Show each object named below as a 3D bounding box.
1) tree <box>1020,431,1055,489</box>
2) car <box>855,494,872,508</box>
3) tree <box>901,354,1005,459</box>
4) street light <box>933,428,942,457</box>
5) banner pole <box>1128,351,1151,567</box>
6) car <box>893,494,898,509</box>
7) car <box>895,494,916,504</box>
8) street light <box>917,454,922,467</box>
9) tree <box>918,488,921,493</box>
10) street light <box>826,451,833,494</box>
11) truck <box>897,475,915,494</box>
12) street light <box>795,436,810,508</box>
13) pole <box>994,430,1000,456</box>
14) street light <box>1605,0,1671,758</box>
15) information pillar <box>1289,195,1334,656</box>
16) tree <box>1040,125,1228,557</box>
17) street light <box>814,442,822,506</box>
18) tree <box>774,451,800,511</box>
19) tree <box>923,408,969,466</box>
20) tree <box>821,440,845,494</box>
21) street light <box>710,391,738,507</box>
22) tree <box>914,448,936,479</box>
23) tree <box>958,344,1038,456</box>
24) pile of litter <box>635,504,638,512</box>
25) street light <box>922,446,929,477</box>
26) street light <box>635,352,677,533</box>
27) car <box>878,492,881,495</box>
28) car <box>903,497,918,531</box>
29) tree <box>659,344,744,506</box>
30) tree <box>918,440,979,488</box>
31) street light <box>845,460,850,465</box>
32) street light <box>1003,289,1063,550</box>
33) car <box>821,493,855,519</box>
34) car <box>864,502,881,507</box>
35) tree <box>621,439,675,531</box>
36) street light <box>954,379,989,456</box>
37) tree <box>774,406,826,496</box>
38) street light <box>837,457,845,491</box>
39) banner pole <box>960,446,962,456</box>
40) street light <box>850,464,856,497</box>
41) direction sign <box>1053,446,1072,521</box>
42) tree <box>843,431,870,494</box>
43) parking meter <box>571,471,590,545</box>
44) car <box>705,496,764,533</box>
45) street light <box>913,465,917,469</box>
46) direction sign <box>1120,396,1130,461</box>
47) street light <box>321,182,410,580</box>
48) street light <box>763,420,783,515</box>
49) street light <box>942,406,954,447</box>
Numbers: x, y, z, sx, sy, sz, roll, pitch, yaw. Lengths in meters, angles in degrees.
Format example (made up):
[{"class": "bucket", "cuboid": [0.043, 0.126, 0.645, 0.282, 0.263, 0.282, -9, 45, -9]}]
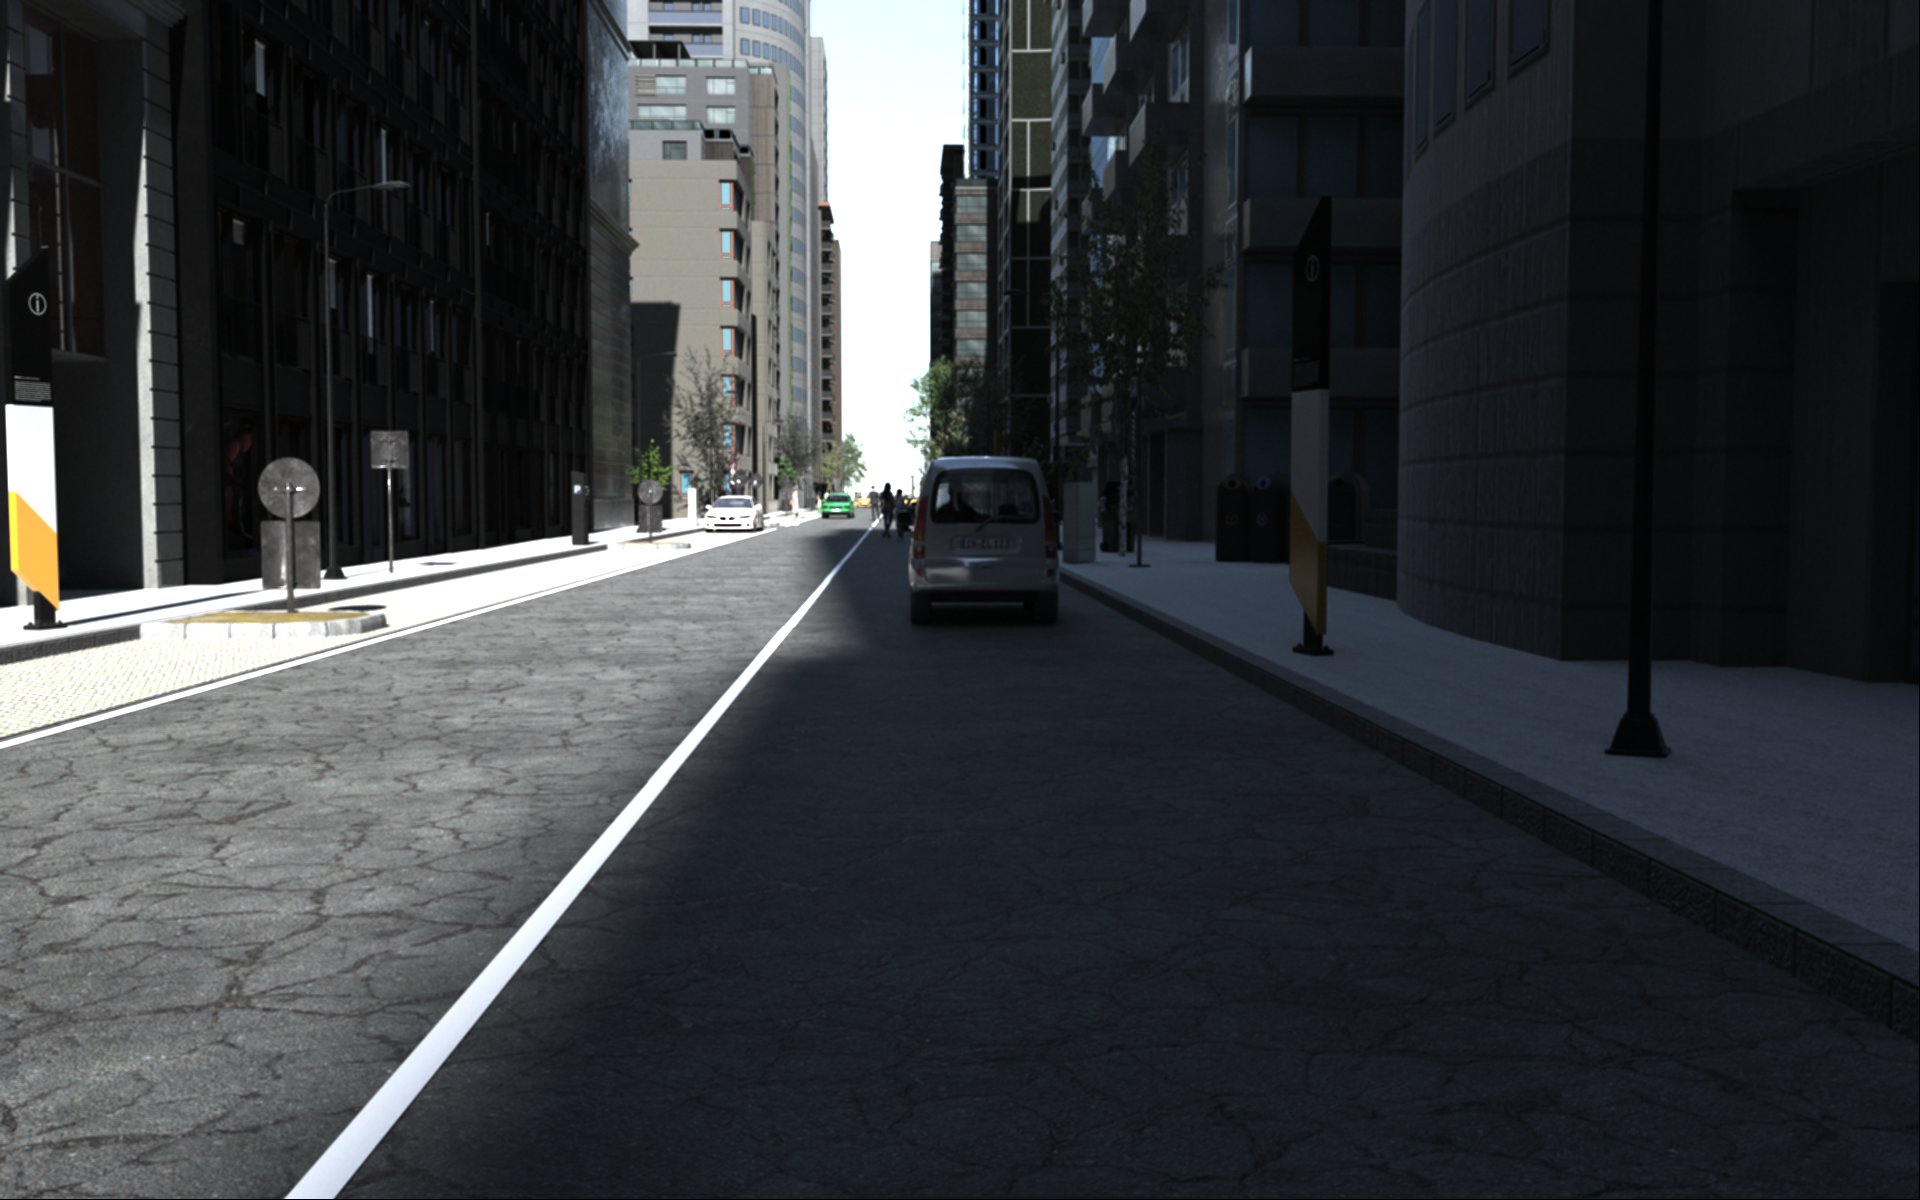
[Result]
[{"class": "tree", "cuboid": [2.242, -3.580, 53.129, 1.663, 3.219, 1.824, 0, 3, 0]}, {"class": "car", "cuboid": [-10.140, -10.606, 183.636, 2.015, 1.641, 3.980, 0, 4, -4]}, {"class": "tree", "cuboid": [-0.652, -12.317, 127.138, 9.928, 11.665, 9.643, 0, 3, 0]}, {"class": "street light", "cuboid": [-1.219, -9.153, 122.192, 1.470, 5.913, 1.316, 0, 4, -2]}, {"class": "banner pole", "cuboid": [3.125, -2.490, 30.731, 0.401, 3.779, 0.863, -1, 4, -11]}, {"class": "car", "cuboid": [-5.533, -9.348, 162.629, 2.009, 1.686, 4.222, 0, 4, -1]}, {"class": "car", "cuboid": [-4.089, -7.642, 135.170, 2.015, 1.641, 3.980, 0, 4, -4]}, {"class": "street light", "cuboid": [-3.885, -13.862, 199.180, 1.470, 5.913, 1.316, 0, 4, -2]}, {"class": "tree", "cuboid": [-6.144, -17.808, 285.760, 1.663, 3.219, 1.824, 0, 3, 0]}, {"class": "street light", "cuboid": [-14.408, -13.031, 185.593, 1.470, 5.913, 1.316, 0, 4, -2]}, {"class": "truck", "cuboid": [-8.188, -16.678, 261.596, 2.839, 4.237, 11.283, 0, 4, -1]}, {"class": "street light", "cuboid": [-12.686, -10.175, 138.902, 1.470, 5.913, 1.316, 0, 4, -2]}, {"class": "pole", "cuboid": [1.180, -3.761, 55.341, 0.158, 3.312, 0.155, 0, 3, 0]}, {"class": "street light", "cuboid": [2.823, -2.193, 8.400, 1.470, 5.913, 1.316, 0, 4, -2]}, {"class": "information pillar", "cuboid": [2.811, -1.378, 13.884, 0.183, 3.616, 0.504, -1, 4, -17]}, {"class": "tree", "cuboid": [3.393, -5.209, 35.533, 4.737, 8.622, 4.395, 0, 3, 0]}, {"class": "street light", "cuboid": [-13.257, -11.120, 154.347, 1.470, 5.913, 1.316, 0, 4, -2]}, {"class": "tree", "cuboid": [-13.881, -9.083, 132.213, 4.285, 4.588, 4.351, 0, 3, 0]}, {"class": "tree", "cuboid": [-1.088, -11.816, 143.557, 4.737, 8.622, 4.395, 0, 3, 0]}, {"class": "tree", "cuboid": [-17.199, -17.003, 228.357, 4.737, 8.622, 4.395, 0, 3, 0]}, {"class": "street light", "cuboid": [-10.657, -6.440, 77.834, 1.470, 5.913, 1.316, 0, 4, -2]}, {"class": "tree", "cuboid": [-4.328, -17.710, 239.921, 4.360, 8.622, 3.978, 0, 3, 0]}, {"class": "tree", "cuboid": [1.701, -8.273, 85.628, 4.360, 8.622, 3.978, 0, 3, 0]}, {"class": "pile of litter", "cuboid": [-15.279, -4.200, 82.627, 1.719, 0.858, 1.176, -2, 4, -25]}, {"class": "street light", "cuboid": [-2.716, -11.933, 167.643, 1.470, 5.913, 1.316, 0, 4, -2]}, {"class": "street light", "cuboid": [-9.958, -5.154, 56.809, 1.470, 5.913, 1.316, 0, 4, -2]}, {"class": "car", "cuboid": [-13.854, -18.381, 309.206, 2.281, 1.827, 5.304, 0, 4, -2]}, {"class": "car", "cuboid": [-1.465, -3.421, 68.521, 1.945, 1.354, 3.894, 0, 4, -4]}, {"class": "tree", "cuboid": [-12.284, -8.185, 84.185, 4.360, 8.622, 3.978, 0, 3, 0]}, {"class": "tree", "cuboid": [0.068, -7.389, 104.523, 4.285, 4.588, 4.351, 0, 3, 0]}, {"class": "street light", "cuboid": [-16.191, -16.202, 237.440, 1.470, 5.913, 1.316, 0, 4, -2]}, {"class": "street light", "cuboid": [1.682, -4.096, 39.505, 1.470, 5.913, 1.316, 0, 4, -2]}, {"class": "car", "cuboid": [-7.227, -5.751, 102.831, 1.959, 1.807, 4.718, 0, 3, 0]}, {"class": "car", "cuboid": [-9.882, -11.224, 195.867, 2.083, 1.381, 4.827, 0, 3, 0]}, {"class": "tree", "cuboid": [-10.647, -4.017, 60.284, 1.663, 3.219, 1.824, 0, 3, 0]}, {"class": "street light", "cuboid": [0.609, -5.975, 70.228, 1.470, 5.913, 1.316, 0, 4, -2]}, {"class": "tree", "cuboid": [-14.045, -12.138, 148.823, 4.360, 8.622, 3.978, 0, 3, 0]}, {"class": "street light", "cuboid": [-15.427, -14.901, 216.177, 1.470, 5.913, 1.316, 0, 4, -2]}, {"class": "banner pole", "cuboid": [0.039, -6.126, 90.174, 0.401, 3.779, 0.863, 0, 4, -4]}, {"class": "street light", "cuboid": [-17.287, -18.069, 267.971, 1.470, 5.913, 1.316, 0, 4, -2]}, {"class": "direction sign", "cuboid": [4.838, -5.489, 81.737, 0.876, 3.537, 0.379, 0, 4, 0]}, {"class": "tree", "cuboid": [-20.142, -24.102, 312.196, 7.486, 12.596, 7.792, 0, 3, 0]}, {"class": "parking meter", "cuboid": [-9.488, -2.299, 43.293, 0.399, 1.863, 0.255, 1, 4, 14]}, {"class": "car", "cuboid": [-8.515, -3.256, 65.591, 2.083, 1.381, 4.827, 0, 4, -1]}, {"class": "street light", "cuboid": [-5.649, -16.977, 250.115, 1.470, 5.913, 1.316, 0, 4, -2]}, {"class": "direction sign", "cuboid": [3.853, -2.959, 40.381, 0.379, 3.537, 0.876, -1, 4, -8]}, {"class": "street light", "cuboid": [-8.869, -3.263, 25.883, 1.470, 5.913, 1.316, 0, 4, -2]}, {"class": "street light", "cuboid": [-11.739, -8.307, 108.366, 1.470, 5.913, 1.316, 0, 4, -2]}, {"class": "street light", "cuboid": [-0.050, -7.286, 91.664, 1.470, 5.913, 1.316, 0, 4, -2]}]
